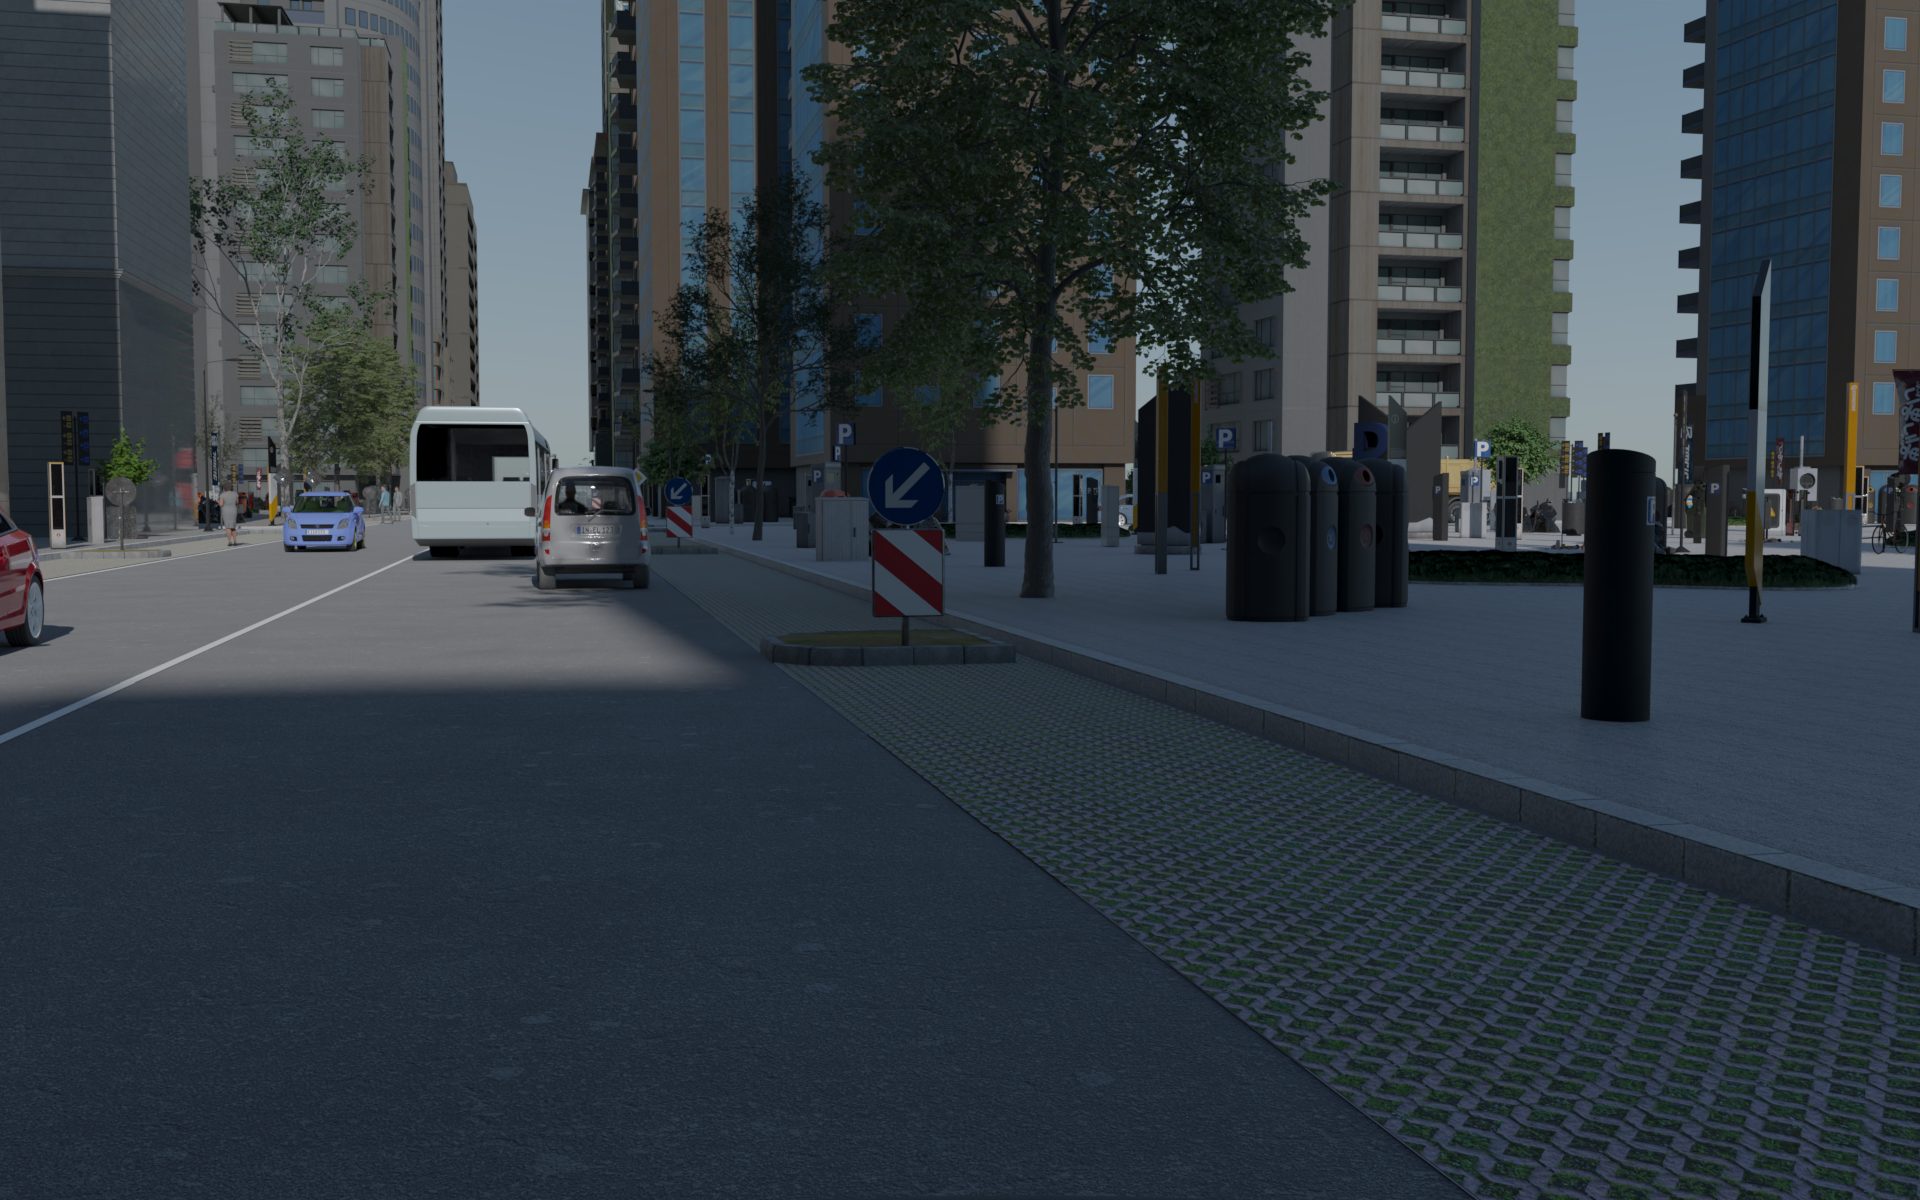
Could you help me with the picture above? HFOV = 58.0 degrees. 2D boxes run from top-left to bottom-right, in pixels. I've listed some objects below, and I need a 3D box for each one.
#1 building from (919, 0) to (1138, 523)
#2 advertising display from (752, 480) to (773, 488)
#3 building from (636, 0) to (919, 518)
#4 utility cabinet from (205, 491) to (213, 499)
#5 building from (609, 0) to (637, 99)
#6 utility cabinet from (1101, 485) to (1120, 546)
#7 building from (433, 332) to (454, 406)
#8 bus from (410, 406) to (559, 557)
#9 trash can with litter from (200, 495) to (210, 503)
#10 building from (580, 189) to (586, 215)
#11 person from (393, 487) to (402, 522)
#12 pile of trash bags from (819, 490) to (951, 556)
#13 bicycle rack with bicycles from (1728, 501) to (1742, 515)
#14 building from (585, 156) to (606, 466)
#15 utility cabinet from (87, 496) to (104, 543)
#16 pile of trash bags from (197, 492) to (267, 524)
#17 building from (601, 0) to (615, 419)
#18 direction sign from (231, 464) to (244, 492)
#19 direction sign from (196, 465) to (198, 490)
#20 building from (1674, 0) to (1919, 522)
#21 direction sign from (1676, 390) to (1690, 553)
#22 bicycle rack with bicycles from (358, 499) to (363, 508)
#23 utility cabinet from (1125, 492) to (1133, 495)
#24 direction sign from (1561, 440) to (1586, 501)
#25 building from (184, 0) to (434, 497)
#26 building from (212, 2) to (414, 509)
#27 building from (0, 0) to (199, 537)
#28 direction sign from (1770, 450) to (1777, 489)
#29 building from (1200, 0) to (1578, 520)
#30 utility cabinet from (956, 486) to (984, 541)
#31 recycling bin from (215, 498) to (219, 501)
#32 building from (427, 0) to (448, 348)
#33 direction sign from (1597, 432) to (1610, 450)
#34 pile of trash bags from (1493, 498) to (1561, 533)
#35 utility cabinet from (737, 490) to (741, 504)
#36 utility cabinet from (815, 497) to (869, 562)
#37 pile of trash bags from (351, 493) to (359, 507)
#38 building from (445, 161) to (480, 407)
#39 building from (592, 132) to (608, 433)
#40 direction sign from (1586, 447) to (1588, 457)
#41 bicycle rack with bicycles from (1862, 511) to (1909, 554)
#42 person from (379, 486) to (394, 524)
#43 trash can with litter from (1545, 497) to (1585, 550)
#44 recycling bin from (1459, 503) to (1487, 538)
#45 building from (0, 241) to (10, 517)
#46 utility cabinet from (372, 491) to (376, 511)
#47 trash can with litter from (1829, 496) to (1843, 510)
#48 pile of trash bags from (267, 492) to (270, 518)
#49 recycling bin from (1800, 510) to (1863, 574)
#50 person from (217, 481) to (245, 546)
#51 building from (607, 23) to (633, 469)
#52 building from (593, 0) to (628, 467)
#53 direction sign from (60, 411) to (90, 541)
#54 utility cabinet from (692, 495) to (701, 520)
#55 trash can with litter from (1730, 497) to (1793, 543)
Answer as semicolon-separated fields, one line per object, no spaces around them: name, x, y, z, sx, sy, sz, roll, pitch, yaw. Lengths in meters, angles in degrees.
building;-0.394;-26.519;83.702;14.200;45.320;14.600;-1;4;-13
advertising display;-9.318;-4.673;81.619;0.974;1.923;0.123;0;4;2
building;-11.109;-27.460;99.082;14.600;45.320;14.200;-1;4;-13
utility cabinet;-56.149;-7.432;130.185;1.173;1.500;0.318;1;4;19
building;-14.391;-28.990;128.609;22.147;44.769;28.867;-1;4;-13
utility cabinet;3.684;-2.061;42.381;0.318;1.500;1.173;0;4;-3
building;-72.380;-21.469;196.055;27.650;21.520;28.899;-1;4;-13
bus;-11.564;-2.934;42.836;2.948;3.499;13.247;-1;4;-12
trash can with litter;-45.767;-5.688;104.055;2.233;1.210;1.678;-1;4;-23
building;-48.769;-42.969;291.789;28.713;52.752;27.495;-1;4;-13
person;-29.399;-5.007;90.470;0.635;1.810;0.391;1;4;21
pile of trash bags;-1.746;-1.572;35.449;1.912;1.369;3.447;2;4;32
bicycle rack with bicycles;39.777;-4.497;86.910;2.852;0.926;2.925;-1;4;-17
building;-41.717;-41.346;265.252;28.713;52.752;27.495;-1;4;-13
utility cabinet;-22.720;-2.100;45.497;0.306;1.237;1.020;-2;4;-32
pile of trash bags;-32.660;-4.111;76.962;1.912;1.369;3.447;0;4;4
building;-40.944;-49.050;240.211;20.563;71.187;20.611;-1;4;-13
direction sign;-54.821;-8.527;131.410;0.876;3.537;0.379;-1;4;-20
direction sign;-54.648;-8.076;124.044;0.379;3.537;0.876;-1;4;-21
building;48.828;-27.002;91.596;14.200;45.320;14.600;-1;4;-13
direction sign;15.855;-2.812;37.974;0.379;3.537;0.876;2;4;27
bicycle rack with bicycles;-46.635;-7.424;134.765;2.925;0.926;2.852;-2;4;-30
utility cabinet;12.788;-7.345;128.763;1.173;1.500;0.318;2;4;26
direction sign;25.881;-4.973;73.305;0.876;3.537;0.379;1;4;18
building;-63.139;-38.276;167.813;21.231;58.520;28.212;-1;4;-13
building;-54.964;-28.439;148.566;14.154;41.232;14.086;-1;4;-13
building;-40.545;-16.846;52.920;29.804;29.767;11.434;-1;4;-13
direction sign;41.663;-5.911;88.636;0.876;3.537;0.379;-3;4;-39
building;21.306;-24.751;88.268;14.086;41.232;14.154;-1;4;-13
utility cabinet;0.485;-2.345;47.028;1.173;1.500;0.318;1;4;8
recycling bin;-53.111;-6.841;124.404;0.722;1.027;0.722;-1;4;-12
building;-77.312;-48.532;231.744;20.563;71.187;20.611;-1;4;-13
direction sign;23.671;-4.389;63.760;0.379;3.537;0.876;0;4;-7
pile of trash bags;18.983;-2.986;58.576;1.912;1.369;3.447;0;4;3
utility cabinet;-11.499;-5.073;91.626;1.173;1.500;0.318;0;4;7
utility cabinet;-2.254;-1.350;33.226;1.020;1.237;0.306;-2;4;-32
pile of trash bags;-38.870;-6.087;109.270;1.912;1.369;3.447;0;4;7
building;-82.219;-38.485;252.924;21.300;48.544;21.600;-1;4;-13
building;-32.826;-33.922;209.250;22.147;44.769;28.867;-1;4;-13
direction sign;29.759;-5.582;83.265;0.876;3.537;0.379;-1;4;-15
bicycle rack with bicycles;20.437;-1.422;36.633;2.852;0.926;2.925;3;5;45
person;-27.461;-4.553;82.799;0.748;1.841;0.638;2;4;30
trash can with litter;14.707;-1.789;40.309;2.233;1.210;1.678;1;4;11
recycling bin;14.977;-2.327;50.597;0.722;1.027;0.722;1;4;12
building;-26.065;-13.062;18.076;19.350;26.468;34.151;-1;4;-13
utility cabinet;-44.578;-7.519;131.612;1.173;1.500;0.318;2;4;23
trash can with litter;33.082;-3.375;66.242;2.233;1.210;1.678;0;4;2
pile of trash bags;-38.558;-5.099;93.129;3.447;1.369;1.912;-2;4;-28
recycling bin;14.082;-0.945;28.005;0.722;1.027;0.722;0;4;7
person;-19.878;-2.347;47.230;0.532;1.782;0.716;3;5;43
building;-24.412;-28.897;156.053;14.154;41.232;14.086;-1;4;-13
building;-26.481;-52.954;178.470;22.319;86.520;31.000;-1;4;-13
direction sign;-24.245;-3.397;47.530;0.379;3.537;0.876;1;4;22
utility cabinet;-12.623;-4.476;84.350;1.020;1.237;0.306;3;5;40
trash can with litter;21.294;-2.147;46.161;1.678;1.210;2.233;2;4;33
